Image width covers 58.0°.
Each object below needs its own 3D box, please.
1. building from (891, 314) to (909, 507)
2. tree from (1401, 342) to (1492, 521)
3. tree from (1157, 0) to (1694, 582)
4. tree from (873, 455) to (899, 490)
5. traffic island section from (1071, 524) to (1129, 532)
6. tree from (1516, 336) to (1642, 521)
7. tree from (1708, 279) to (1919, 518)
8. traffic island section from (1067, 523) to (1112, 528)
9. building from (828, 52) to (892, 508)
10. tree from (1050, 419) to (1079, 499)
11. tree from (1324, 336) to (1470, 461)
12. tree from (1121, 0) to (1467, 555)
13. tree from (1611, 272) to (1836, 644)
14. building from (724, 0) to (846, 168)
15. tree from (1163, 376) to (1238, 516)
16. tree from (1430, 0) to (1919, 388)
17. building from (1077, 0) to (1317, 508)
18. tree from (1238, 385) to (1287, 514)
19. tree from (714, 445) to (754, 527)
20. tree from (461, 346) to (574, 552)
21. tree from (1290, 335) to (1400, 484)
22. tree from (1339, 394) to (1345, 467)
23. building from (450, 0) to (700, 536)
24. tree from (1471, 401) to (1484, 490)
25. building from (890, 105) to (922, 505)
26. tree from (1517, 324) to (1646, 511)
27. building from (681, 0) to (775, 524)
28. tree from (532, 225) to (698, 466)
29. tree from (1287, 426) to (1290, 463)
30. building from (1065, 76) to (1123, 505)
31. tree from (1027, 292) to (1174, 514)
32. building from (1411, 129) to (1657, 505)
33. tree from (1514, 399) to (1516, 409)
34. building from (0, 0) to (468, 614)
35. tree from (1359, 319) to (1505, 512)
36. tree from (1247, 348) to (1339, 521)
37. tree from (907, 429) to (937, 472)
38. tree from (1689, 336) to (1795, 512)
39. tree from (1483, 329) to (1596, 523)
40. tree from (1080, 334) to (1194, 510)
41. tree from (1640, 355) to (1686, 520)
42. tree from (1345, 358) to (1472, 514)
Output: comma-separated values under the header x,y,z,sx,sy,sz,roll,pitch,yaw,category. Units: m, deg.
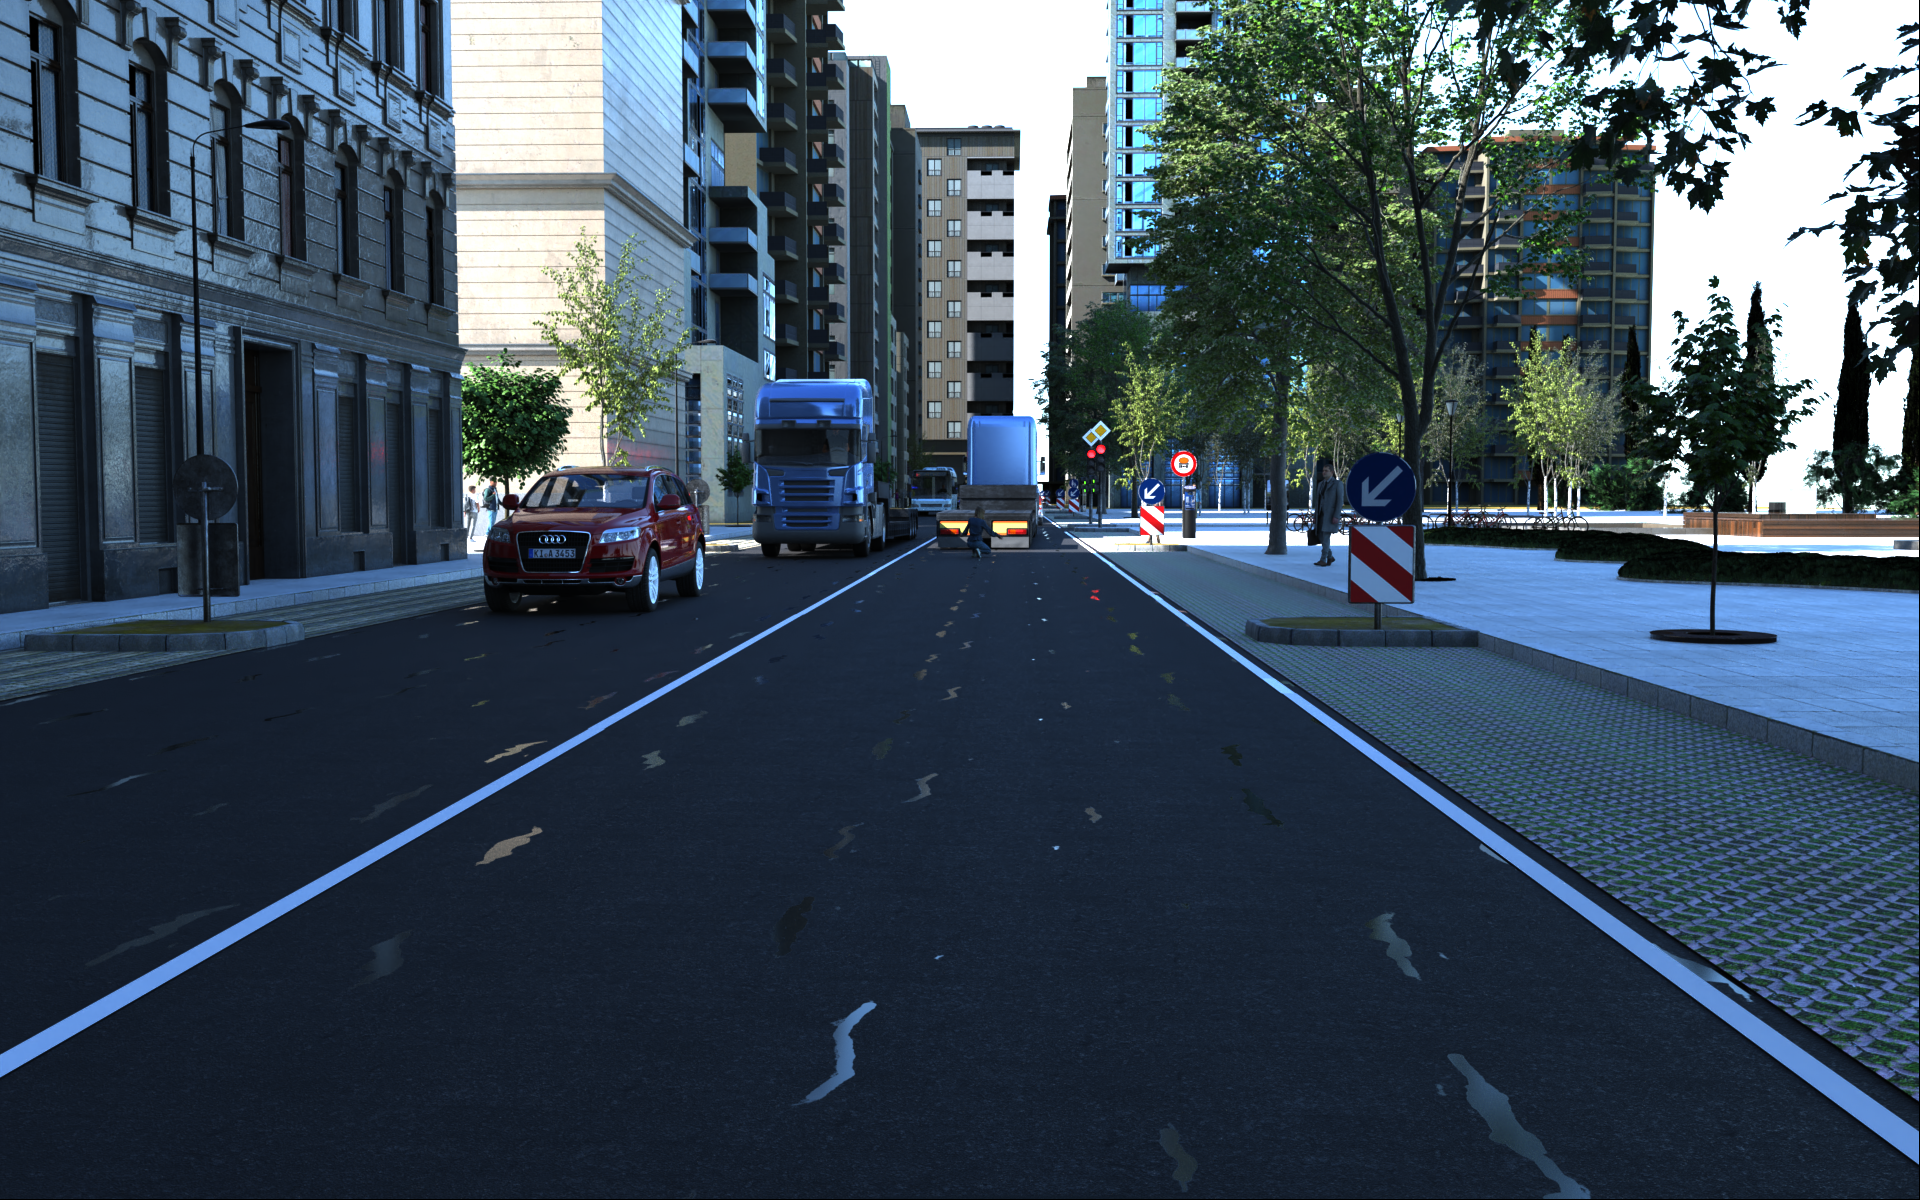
x,y,z,sx,sy,sz,roll,pitch,yaw,category
-19.989,-20.475,179.804,27.650,21.520,28.899,0,4,2,building
23.475,-8.159,83.769,4.360,8.622,3.978,0,3,0,tree
6.789,-6.104,25.560,9.928,11.665,9.643,0,3,0,tree
-6.801,-9.879,145.234,4.285,4.588,4.351,0,3,0,tree
5.373,-2.683,66.142,2.009,0.180,2.903,0,4,2,traffic island section
29.003,-8.020,81.496,4.360,8.622,3.978,0,3,0,tree
54.589,-12.666,108.907,18.604,14.587,13.155,1,4,10,tree
5.618,-3.171,74.123,2.009,0.180,2.903,0,4,2,traffic island section
-13.713,-28.959,157.074,14.154,41.232,14.086,0,4,2,building
10.019,-12.134,148.757,4.737,8.622,4.395,0,3,0,tree
25.070,-10.069,99.043,8.767,10.594,7.601,-1,4,-15,tree
7.025,-7.259,36.813,7.486,12.596,7.792,0,3,0,tree
6.547,-1.266,15.295,1.663,3.219,1.824,0,3,0,tree
-20.204,-28.988,128.579,22.147,44.769,28.867,0,4,2,building
13.856,-9.238,101.410,4.360,8.622,3.978,0,3,0,tree
6.451,-5.407,5.421,9.611,12.733,9.660,0,3,0,tree
23.271,-52.466,170.493,22.319,86.520,31.000,0,4,2,building
17.943,-9.677,108.582,4.360,8.622,3.978,0,3,0,tree
-8.832,-4.474,67.747,1.663,3.219,1.824,0,3,0,tree
-10.184,-3.360,38.649,4.285,4.588,4.351,0,3,0,tree
17.234,-7.785,77.654,4.360,8.622,3.978,0,3,0,tree
25.481,-9.874,111.795,4.737,8.622,4.395,0,3,0,tree
-21.452,-16.568,58.273,23.554,28.519,14.401,0,4,2,building
33.446,-9.234,101.335,4.737,8.622,4.395,0,3,0,tree
-15.708,-36.044,213.021,21.600,48.544,21.300,0,4,2,building
50.822,-14.461,138.257,13.155,14.587,18.604,1,4,13,tree
-20.914,-47.449,88.469,22.319,86.520,31.000,0,4,2,building
-9.689,-5.994,48.363,4.737,8.622,4.395,0,3,0,tree
23.433,-11.067,131.303,4.360,8.622,3.978,0,3,0,tree
23.101,-35.120,197.921,21.300,48.544,21.600,0,4,2,building
9.143,-12.512,111.232,9.857,13.997,8.962,0,3,0,tree
69.629,-34.021,210.863,28.867,44.769,22.147,0,4,2,building
29.937,-8.349,86.862,4.360,8.622,3.978,0,3,0,tree
-14.703,-10.748,24.887,9.793,20.994,18.267,0,4,2,building
32.277,-12.886,121.059,12.009,13.543,11.850,0,3,0,tree
16.646,-8.444,88.415,4.737,8.622,4.395,0,3,0,tree
-4.806,-15.097,197.201,4.737,8.622,4.395,0,3,0,tree
34.877,-7.709,76.403,4.360,8.622,3.978,0,3,0,tree
25.961,-7.715,76.495,4.737,8.622,4.395,0,3,0,tree
8.644,-7.928,79.990,4.737,8.622,4.395,0,3,0,tree
35.625,-8.378,87.350,4.360,8.622,3.978,0,3,0,tree
23.322,-8.568,90.447,4.737,8.622,4.395,0,3,0,tree
